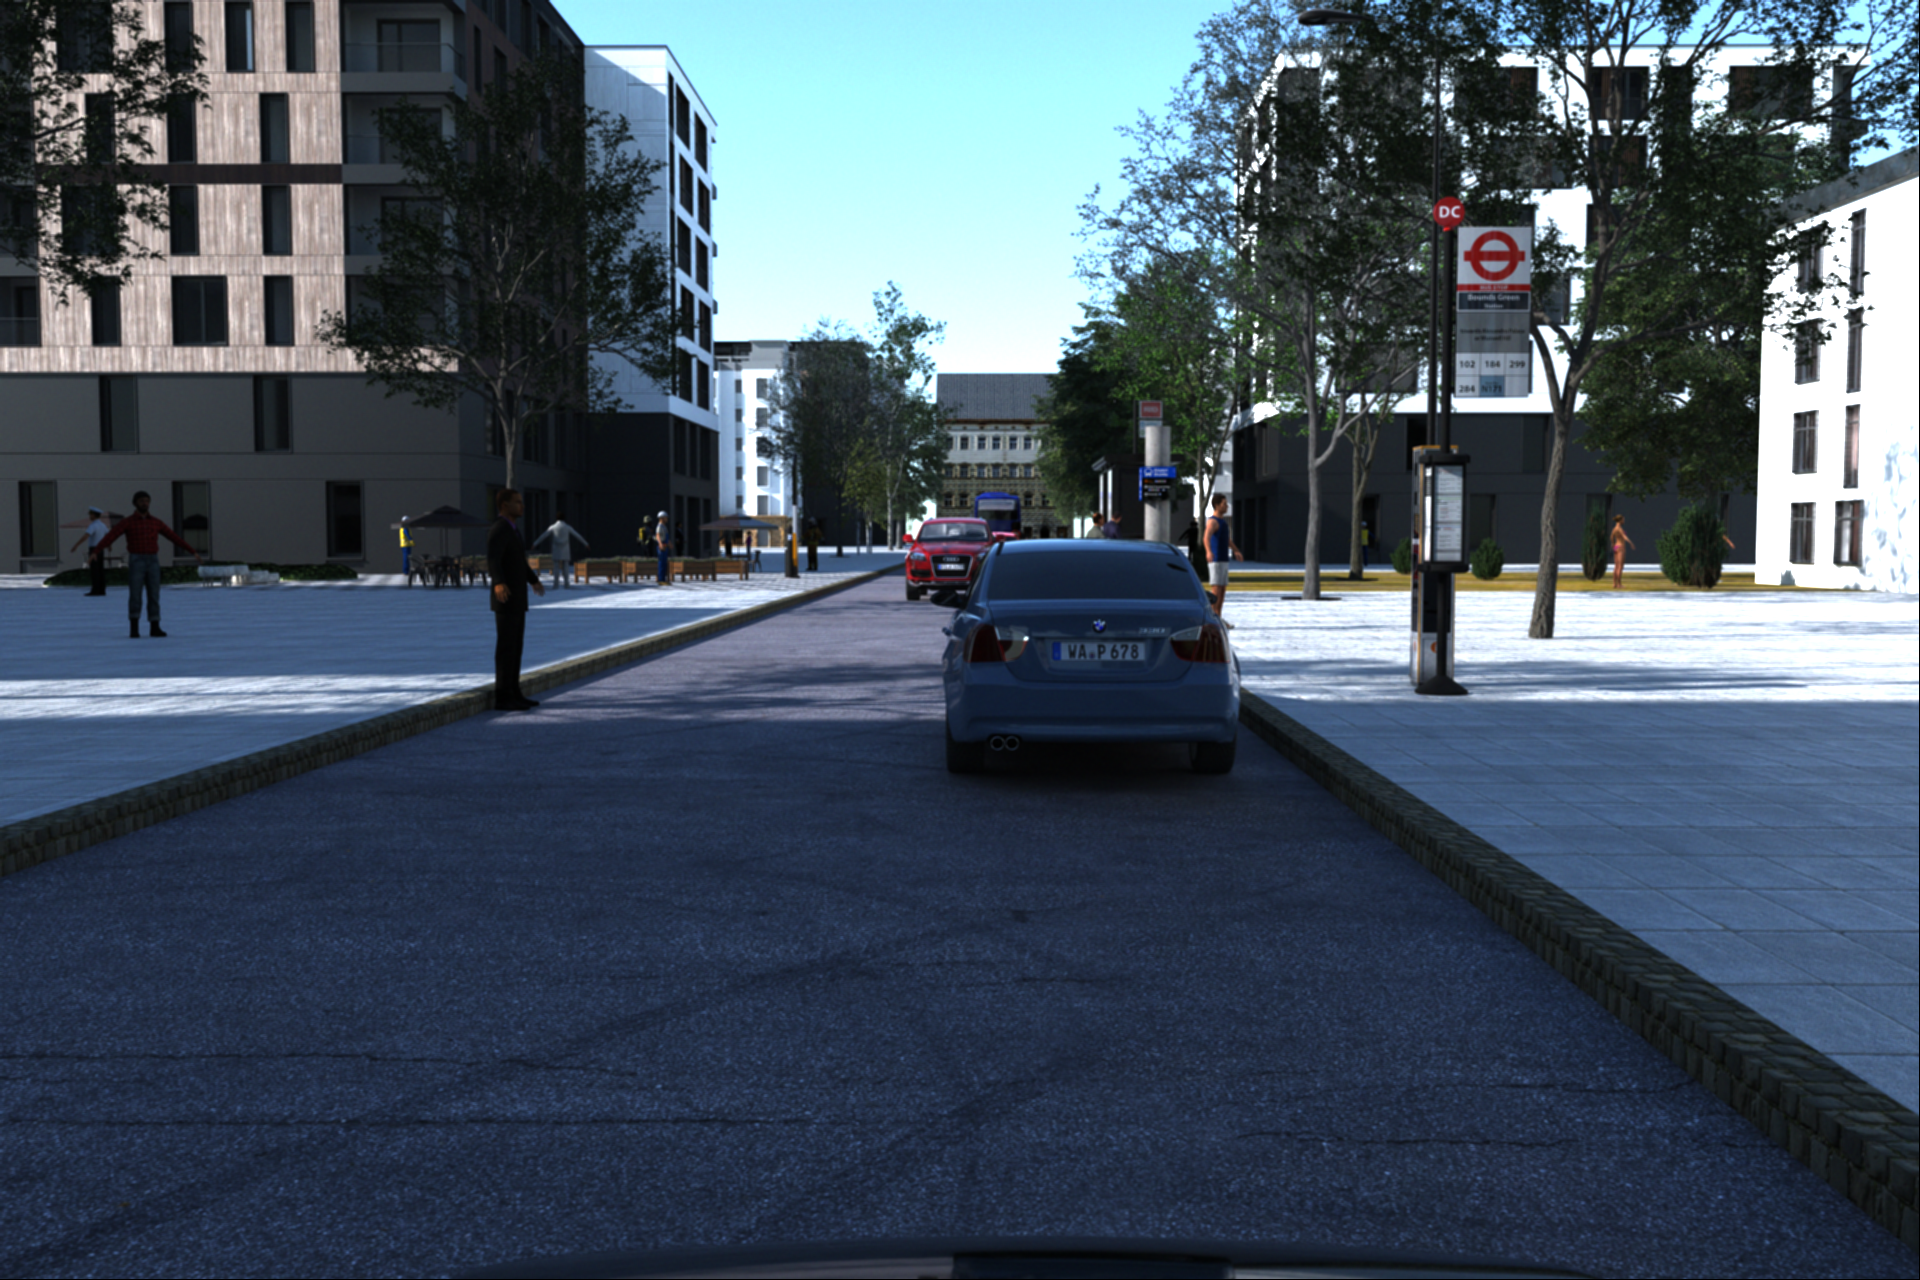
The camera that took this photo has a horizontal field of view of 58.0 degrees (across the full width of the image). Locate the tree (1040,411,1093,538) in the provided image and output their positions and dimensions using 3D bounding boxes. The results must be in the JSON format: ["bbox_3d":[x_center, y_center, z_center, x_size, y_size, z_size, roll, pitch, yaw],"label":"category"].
[{"bbox_3d":[10.211,-13.570,139.990,7.486,12.596,7.792,0,3,0],"label":"tree"}]

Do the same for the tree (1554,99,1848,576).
[{"bbox_3d":[22.922,-8.918,52.470,9.857,13.997,8.962,0,3,0],"label":"tree"}]

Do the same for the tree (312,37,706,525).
[{"bbox_3d":[-8.047,-5.960,31.854,7.601,10.594,8.767,-3,5,-42],"label":"tree"}]

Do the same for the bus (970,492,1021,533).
[{"bbox_3d":[2.069,-6.712,101.289,2.896,3.916,12.251,0,3,0],"label":"bus"}]

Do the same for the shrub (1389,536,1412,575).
[{"bbox_3d":[14.171,-2.685,55.009,1.383,1.207,1.383,0,3,0],"label":"shrub"}]

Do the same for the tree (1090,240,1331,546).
[{"bbox_3d":[8.540,-8.187,59.611,9.928,11.665,9.643,0,3,0],"label":"tree"}]

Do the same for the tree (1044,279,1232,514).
[{"bbox_3d":[8.541,-10.799,83.226,9.857,13.997,8.962,0,3,0],"label":"tree"}]

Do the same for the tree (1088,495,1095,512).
[{"bbox_3d":[10.164,-10.825,127.347,4.737,8.622,4.395,0,3,0],"label":"tree"}]

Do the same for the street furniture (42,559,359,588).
[{"bbox_3d":[-19.828,-1.870,46.197,5.734,0.657,10.072,0,4,5],"label":"street furniture"}]

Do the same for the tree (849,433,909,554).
[{"bbox_3d":[-6.039,-9.928,112.684,4.360,8.622,3.978,0,3,0],"label":"tree"}]

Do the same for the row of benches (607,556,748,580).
[{"bbox_3d":[-8.028,-2.034,48.721,4.104,0.672,1.422,1,4,9],"label":"row of benches"}]

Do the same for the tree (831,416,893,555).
[{"bbox_3d":[-6.139,-9.459,105.023,4.737,8.622,4.395,0,3,0],"label":"tree"}]

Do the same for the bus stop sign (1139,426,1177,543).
[{"bbox_3d":[4.847,-3.271,42.497,0.837,3.901,0.837,0,4,2],"label":"bus stop sign"}]

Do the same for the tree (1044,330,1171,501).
[{"bbox_3d":[8.458,-10.780,94.383,7.486,12.596,7.792,0,3,0],"label":"tree"}]

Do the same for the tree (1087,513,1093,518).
[{"bbox_3d":[19.817,-18.253,232.843,7.601,10.594,8.767,0,4,-5],"label":"tree"}]

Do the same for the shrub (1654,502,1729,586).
[{"bbox_3d":[18.163,-2.381,42.969,1.661,2.075,1.752,0,3,0],"label":"shrub"}]

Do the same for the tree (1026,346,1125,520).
[{"bbox_3d":[9.417,-12.862,116.953,9.857,13.997,8.962,0,3,0],"label":"tree"}]

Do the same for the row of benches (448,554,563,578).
[{"bbox_3d":[-13.654,-2.272,52.617,1.422,0.672,4.104,3,4,36],"label":"row of benches"}]

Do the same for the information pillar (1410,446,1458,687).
[{"bbox_3d":[3.981,-0.616,14.568,0.304,2.012,0.304,0,4,1],"label":"information pillar"}]

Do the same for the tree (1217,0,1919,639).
[{"bbox_3d":[7.223,-5.277,20.686,8.767,10.594,7.601,-1,4,-14],"label":"tree"}]

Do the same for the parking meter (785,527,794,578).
[{"bbox_3d":[-4.967,-2.605,50.999,0.372,1.533,0.369,0,3,0],"label":"parking meter"}]

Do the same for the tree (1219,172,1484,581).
[{"bbox_3d":[11.210,-7.470,47.888,9.928,11.665,9.643,0,3,0],"label":"tree"}]

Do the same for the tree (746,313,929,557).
[{"bbox_3d":[-6.770,-11.371,96.290,12.009,13.543,11.850,0,3,0],"label":"tree"}]

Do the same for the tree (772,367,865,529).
[{"bbox_3d":[-6.730,-7.725,76.666,4.360,8.622,3.978,0,3,0],"label":"tree"}]

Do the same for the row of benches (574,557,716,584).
[{"bbox_3d":[-8.383,-1.865,45.955,4.104,0.672,1.422,-3,5,-40],"label":"row of benches"}]

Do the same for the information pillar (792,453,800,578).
[{"bbox_3d":[-4.762,-3.592,50.082,0.183,3.616,0.504,0,4,3],"label":"information pillar"}]

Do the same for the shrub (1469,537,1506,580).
[{"bbox_3d":[14.661,-2.266,48.160,1.383,1.207,1.383,0,3,0],"label":"shrub"}]

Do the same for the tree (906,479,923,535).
[{"bbox_3d":[-6.283,-17.193,231.463,4.360,8.622,3.978,0,3,0],"label":"tree"}]

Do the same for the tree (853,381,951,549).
[{"bbox_3d":[-5.146,-14.628,145.830,9.857,13.997,8.962,0,3,0],"label":"tree"}]

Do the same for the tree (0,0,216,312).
[{"bbox_3d":[-9.356,-4.795,12.814,7.601,10.594,8.767,-1,4,-23],"label":"tree"}]

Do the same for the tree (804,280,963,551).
[{"bbox_3d":[-6.099,-16.895,132.129,12.611,20.169,13.585,0,3,0],"label":"tree"}]

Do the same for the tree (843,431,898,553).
[{"bbox_3d":[-6.351,-10.360,119.754,4.737,8.622,4.395,0,3,0],"label":"tree"}]

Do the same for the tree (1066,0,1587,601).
[{"bbox_3d":[6.992,-7.519,33.306,12.009,13.543,11.850,0,3,0],"label":"tree"}]

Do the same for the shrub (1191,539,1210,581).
[{"bbox_3d":[6.736,-2.221,47.424,1.383,1.207,1.383,0,3,0],"label":"shrub"}]

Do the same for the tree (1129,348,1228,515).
[{"bbox_3d":[8.463,-7.276,69.317,4.737,8.622,4.395,0,3,0],"label":"tree"}]
